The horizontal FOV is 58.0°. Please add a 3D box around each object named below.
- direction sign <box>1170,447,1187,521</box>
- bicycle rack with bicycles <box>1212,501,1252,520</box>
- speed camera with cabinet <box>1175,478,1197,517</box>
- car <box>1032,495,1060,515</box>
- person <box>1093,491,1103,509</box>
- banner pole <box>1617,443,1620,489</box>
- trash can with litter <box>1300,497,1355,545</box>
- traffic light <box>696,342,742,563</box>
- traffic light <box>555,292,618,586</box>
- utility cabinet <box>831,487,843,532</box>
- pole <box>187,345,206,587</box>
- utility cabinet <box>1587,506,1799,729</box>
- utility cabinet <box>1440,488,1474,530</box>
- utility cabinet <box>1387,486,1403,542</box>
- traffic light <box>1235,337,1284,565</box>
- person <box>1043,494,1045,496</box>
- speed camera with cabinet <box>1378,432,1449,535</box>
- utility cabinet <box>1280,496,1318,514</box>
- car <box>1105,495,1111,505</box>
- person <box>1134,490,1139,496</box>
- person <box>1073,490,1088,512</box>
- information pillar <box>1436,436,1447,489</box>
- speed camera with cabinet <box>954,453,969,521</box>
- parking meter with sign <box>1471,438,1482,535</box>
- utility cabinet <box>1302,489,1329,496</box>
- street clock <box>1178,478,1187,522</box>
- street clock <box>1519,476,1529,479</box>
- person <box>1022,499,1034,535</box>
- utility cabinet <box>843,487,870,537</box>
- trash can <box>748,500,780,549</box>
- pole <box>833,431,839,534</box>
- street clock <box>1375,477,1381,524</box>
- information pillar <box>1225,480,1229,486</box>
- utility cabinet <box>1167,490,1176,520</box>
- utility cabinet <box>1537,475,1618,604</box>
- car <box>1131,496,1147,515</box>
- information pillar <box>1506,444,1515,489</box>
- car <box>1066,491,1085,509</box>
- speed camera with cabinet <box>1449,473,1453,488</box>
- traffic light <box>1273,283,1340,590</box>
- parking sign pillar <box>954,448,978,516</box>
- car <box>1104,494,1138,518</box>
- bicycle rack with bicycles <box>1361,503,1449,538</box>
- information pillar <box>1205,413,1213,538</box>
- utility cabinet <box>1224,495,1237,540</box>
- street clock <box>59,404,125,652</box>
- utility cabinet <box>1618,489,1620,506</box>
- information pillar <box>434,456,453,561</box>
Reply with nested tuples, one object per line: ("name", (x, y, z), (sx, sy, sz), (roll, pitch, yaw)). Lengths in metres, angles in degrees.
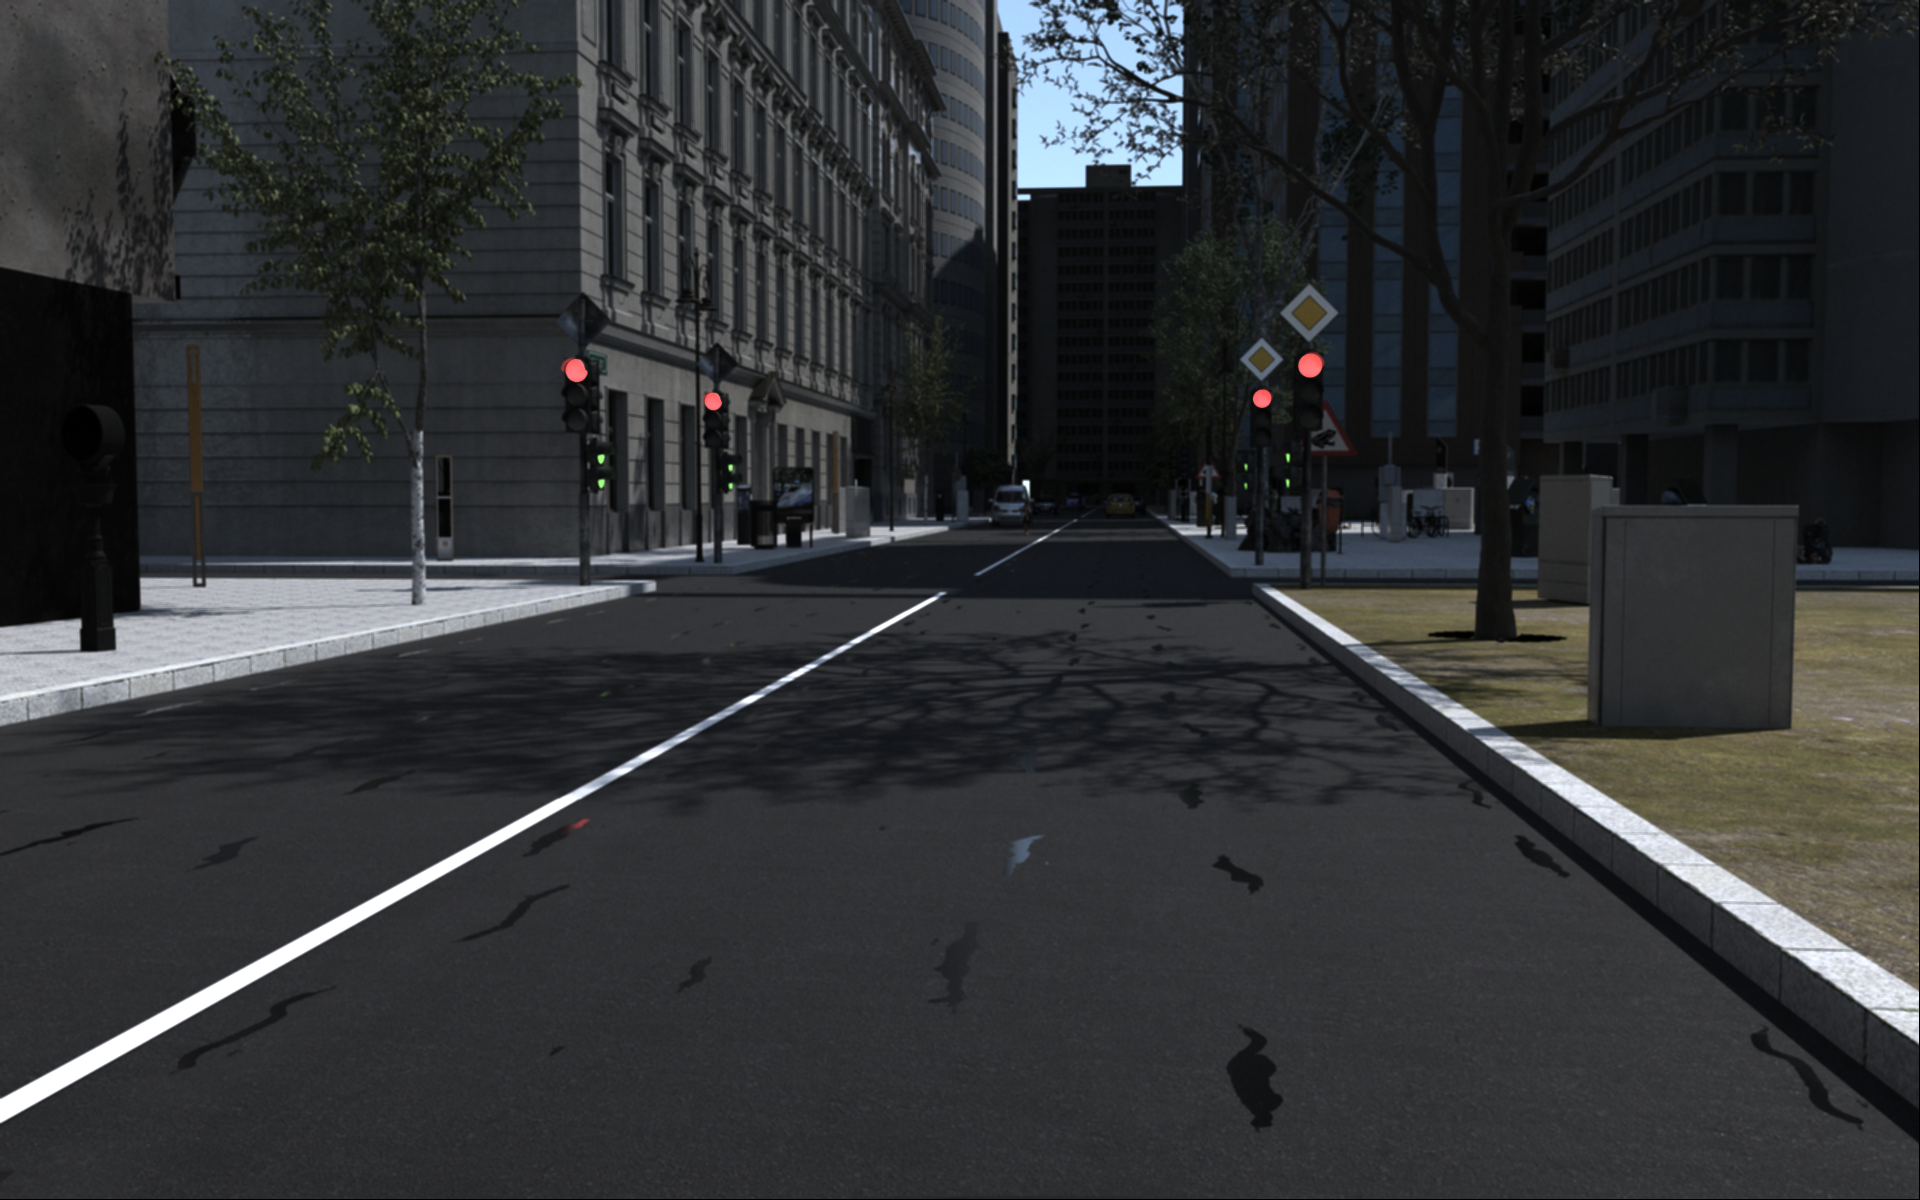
("direction sign", (10.518, -5.594, 83.462), (0.876, 3.537, 0.379), (2, 4, 26))
("bicycle rack with bicycles", (13.832, -4.426, 85.743), (2.852, 0.926, 2.925), (-1, 4, -11))
("speed camera with cabinet", (13.252, -6.393, 98.857), (0.660, 3.252, 2.038), (-3, 5, -42))
("car", (5.919, -6.518, 119.145), (1.945, 1.354, 3.894), (0, 4, 5))
("person", (13.074, -9.472, 164.151), (1.217, 1.735, 0.721), (-2, 4, -35))
("banner pole", (29.822, -5.412, 78.497), (0.401, 3.779, 0.863), (1, 4, 20))
("trash can with litter", (8.916, -2.061, 44.757), (1.678, 1.210, 2.233), (-1, 4, -9))
("traffic light", (-4.481, -2.640, 32.084), (0.839, 4.253, 0.868), (0, 4, 5))
("traffic light", (-5.231, -2.154, 24.134), (0.839, 4.253, 0.868), (0, 4, 5))
("utility cabinet", (-3.735, -3.001, 57.744), (1.173, 1.500, 0.318), (-3, 5, -40))
("pole", (-10.522, -1.836, 23.858), (0.158, 3.312, 0.155), (0, 3, 0))
("utility cabinet", (4.052, 0.094, 9.618), (1.020, 1.237, 0.306), (0, 4, 8))
("utility cabinet", (17.620, -3.230, 61.487), (1.173, 1.500, 0.318), (3, 4, 39))
("utility cabinet", (11.673, -2.311, 46.469), (0.318, 1.500, 1.173), (1, 4, 9))
("traffic light", (5.388, -2.584, 31.172), (0.839, 4.253, 0.868), (0, 4, 5))
("person", (6.483, -7.583, 135.711), (0.599, 1.433, 0.991), (2, 4, 29))
("speed camera with cabinet", (14.328, -3.704, 54.896), (2.038, 3.252, 0.660), (1, 4, 16))
("utility cabinet", (9.237, -2.201, 47.140), (1.020, 1.237, 0.306), (1, 4, 12))
("car", (12.882, -7.976, 142.416), (2.014, 1.417, 4.499), (0, 4, 7))
("person", (14.928, -8.476, 147.089), (0.705, 1.822, 1.348), (-2, 4, -24))
("person", (9.434, -7.743, 135.774), (1.217, 1.739, 0.721), (1, 4, 17))
("information pillar", (19.425, -4.805, 69.922), (0.183, 3.616, 0.504), (-3, 4, -37))
("speed camera with cabinet", (0.069, -5.390, 82.466), (0.660, 3.252, 2.038), (0, 4, -4))
("parking meter with sign", (16.583, -3.579, 54.775), (0.543, 3.016, 1.738), (2, 4, 26))
("utility cabinet", (16.392, -4.361, 79.976), (1.173, 1.500, 0.318), (2, 4, 30))
("street clock", (10.261, -4.580, 79.452), (0.471, 2.002, 0.358), (3, 5, 42))
("street clock", (22.257, -3.902, 68.371), (0.358, 2.002, 0.471), (3, 5, 45))
("person", (2.399, -2.918, 60.872), (0.373, 1.253, 0.362), (2, 4, 30))
("utility cabinet", (-3.008, -2.605, 51.275), (0.318, 1.500, 1.173), (1, 4, 19))
("trash can", (-4.568, -1.755, 40.348), (0.748, 1.137, 0.748), (0, 3, 0))
("pole", (-4.019, -3.805, 56.054), (0.158, 3.312, 0.155), (0, 3, 0))
("street clock", (17.915, -4.248, 74.018), (0.358, 2.002, 0.471), (0, 4, -7))
("information pillar", (13.908, -5.246, 90.271), (0.304, 2.012, 0.304), (2, 4, 33))
("utility cabinet", (10.452, -4.699, 85.501), (0.318, 1.500, 1.173), (0, 4, 0))
("utility cabinet", (7.252, -0.718, 20.420), (0.318, 1.500, 1.173), (-1, 4, -9))
("car", (11.711, -6.407, 117.341), (1.945, 1.354, 3.894), (0, 4, 4))
("information pillar", (25.185, -5.389, 79.469), (0.504, 3.616, 0.183), (-1, 4, -15))
("car", (11.363, -9.817, 170.099), (1.945, 1.707, 3.694), (0, 4, 7))
("speed camera with cabinet", (19.050, -4.671, 70.714), (2.038, 3.252, 0.660), (0, 4, -2))
("traffic light", (4.638, -2.098, 23.222), (0.839, 4.253, 0.868), (0, 4, 5))
("parking sign pillar", (0.346, -6.821, 99.989), (1.447, 3.967, 1.447), (1, 4, 19))
("car", (9.592, -5.695, 103.340), (2.015, 1.641, 3.980), (0, 4, 6))
("bicycle rack with bicycles", (13.513, -2.348, 51.772), (2.925, 0.926, 2.852), (-2, 4, -35))
("information pillar", (7.207, -3.595, 50.137), (0.183, 3.616, 0.504), (1, 4, 18))
("utility cabinet", (7.558, -2.277, 48.384), (0.306, 1.237, 1.020), (0, 4, 5))
("street clock", (-7.064, -0.585, 14.137), (0.471, 2.002, 0.358), (1, 4, 21))
("utility cabinet", (25.964, -3.690, 69.008), (0.318, 1.500, 1.173), (-2, 4, -33))
("information pillar", (-9.905, -1.757, 33.226), (0.304, 2.012, 0.304), (-1, 4, -22))
